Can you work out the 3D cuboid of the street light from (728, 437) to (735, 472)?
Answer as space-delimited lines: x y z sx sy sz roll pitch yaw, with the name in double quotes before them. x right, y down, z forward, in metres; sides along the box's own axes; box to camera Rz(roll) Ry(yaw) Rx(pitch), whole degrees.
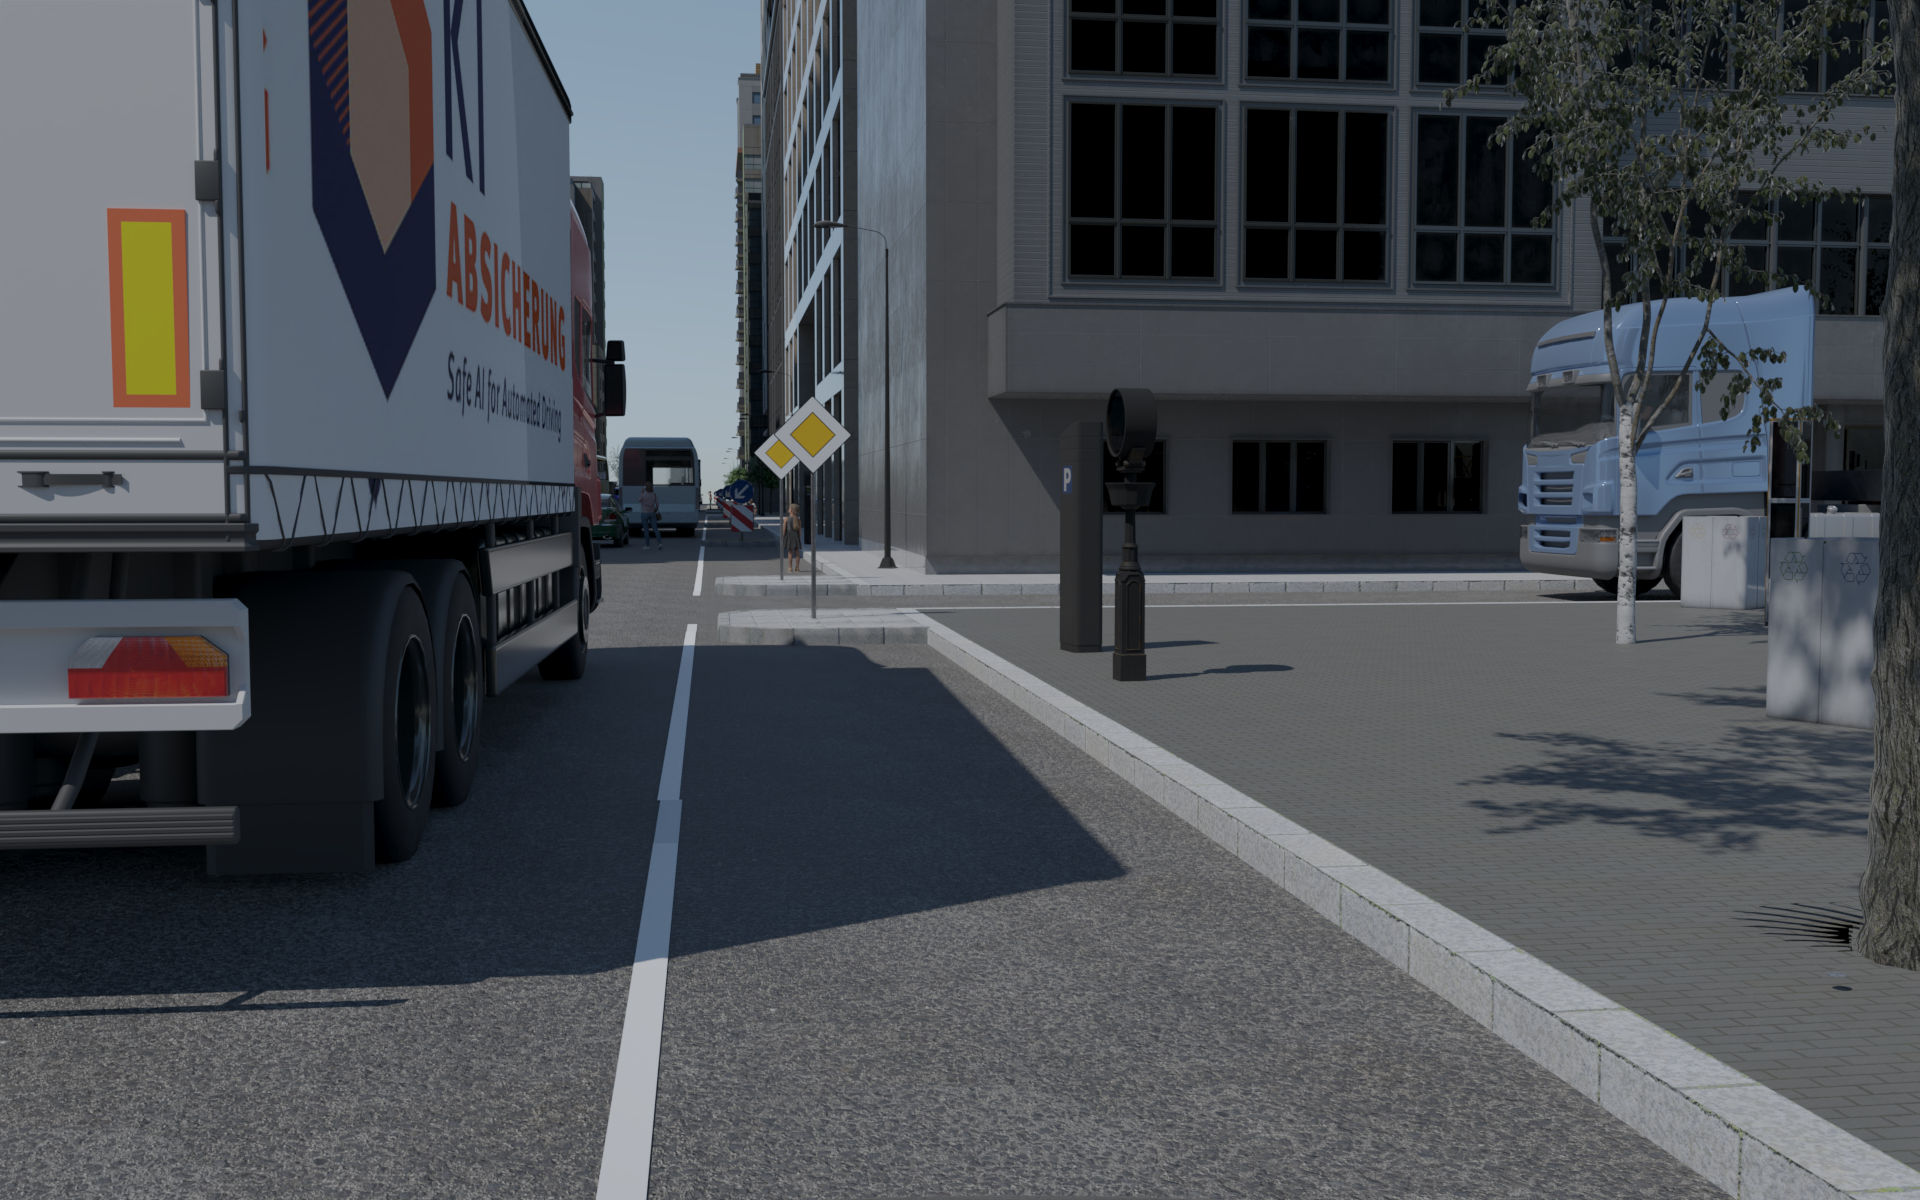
"street light" -17.848 -10.287 140.725 1.470 5.913 1.316 -1 4 -8

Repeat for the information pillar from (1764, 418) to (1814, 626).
"information pillar" 8.044 -0.754 16.814 0.304 2.012 0.304 -3 5 -44

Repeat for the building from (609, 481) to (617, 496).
"building" -63.226 -33.173 234.257 32.217 40.220 23.993 -1 4 -8

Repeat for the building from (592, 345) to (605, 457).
"building" -54.748 -21.328 193.758 27.650 21.520 28.899 -1 4 -8

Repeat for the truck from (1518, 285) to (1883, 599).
"truck" 16.511 -2.092 23.968 18.799 4.110 2.967 0 4 -6

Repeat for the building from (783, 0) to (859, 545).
"building" 4.150 -15.696 61.146 19.350 26.468 34.151 -1 4 -8

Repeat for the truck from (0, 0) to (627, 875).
"truck" -3.675 -1.281 9.859 2.839 4.237 11.283 0 4 -7

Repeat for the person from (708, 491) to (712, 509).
"person" -23.958 -9.639 166.815 0.721 1.743 1.217 0 4 -3

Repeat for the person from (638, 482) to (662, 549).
"person" -7.965 -2.181 44.743 0.593 1.750 0.643 -2 4 -31

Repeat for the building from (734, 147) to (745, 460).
"building" -16.929 -34.400 217.070 22.147 44.769 28.867 -1 4 -8

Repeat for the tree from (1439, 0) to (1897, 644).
"tree" 5.743 -3.916 14.391 4.360 8.622 3.978 0 3 0

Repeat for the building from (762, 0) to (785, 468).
"building" -2.617 -18.101 89.459 14.314 27.812 24.014 -1 4 -8

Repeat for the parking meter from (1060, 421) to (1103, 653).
"parking meter" 0.987 -0.515 14.128 0.255 1.863 0.399 -1 4 -17

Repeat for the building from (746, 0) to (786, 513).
"building" -4.996 -41.911 123.493 20.563 71.187 20.611 -1 4 -8

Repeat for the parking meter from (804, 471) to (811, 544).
"parking meter" -3.846 -2.355 44.219 0.255 1.863 0.399 -1 4 -11

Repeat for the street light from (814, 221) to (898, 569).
"street light" -1.787 -3.494 29.672 1.470 5.913 1.316 -1 4 -8

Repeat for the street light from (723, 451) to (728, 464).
"street light" -24.547 -13.114 186.948 1.470 5.913 1.316 -1 4 -8

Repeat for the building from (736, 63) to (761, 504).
"building" -20.756 -43.006 245.148 21.231 58.520 28.212 -1 4 -8

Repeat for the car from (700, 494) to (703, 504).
"car" -37.148 -14.323 242.845 2.281 1.827 5.304 0 4 -7

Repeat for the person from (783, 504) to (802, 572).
"person" -3.091 -1.138 31.781 0.362 1.253 0.373 -1 4 -22

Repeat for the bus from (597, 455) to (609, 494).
"bus" -20.678 -6.216 93.182 2.896 3.916 12.252 0 4 -7

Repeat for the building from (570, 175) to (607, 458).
"building" -51.706 -32.561 215.961 14.154 41.232 14.086 -1 4 -8

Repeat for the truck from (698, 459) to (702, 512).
"truck" -22.915 -9.510 144.399 2.839 4.237 11.283 -1 4 -9

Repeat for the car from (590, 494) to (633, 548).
"car" -10.135 -2.199 47.752 2.131 1.459 4.920 0 4 -8

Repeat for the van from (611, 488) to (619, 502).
"van" -30.828 -9.469 159.198 2.240 2.365 5.245 0 4 -7

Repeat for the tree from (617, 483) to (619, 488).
"tree" -49.755 -15.689 251.115 1.663 3.219 1.824 0 3 0

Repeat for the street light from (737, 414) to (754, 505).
"street light" -11.963 -7.810 100.240 1.470 5.913 1.316 -1 4 -8

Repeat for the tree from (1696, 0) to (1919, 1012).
"tree" 2.748 -4.823 4.612 9.928 11.665 9.643 0 3 0

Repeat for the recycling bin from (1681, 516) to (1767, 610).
"recycling bin" 8.643 -0.429 19.566 0.722 1.027 0.722 3 5 45

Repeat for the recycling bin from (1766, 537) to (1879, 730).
"recycling bin" 5.110 0.167 9.817 0.722 1.027 0.722 -2 4 -30

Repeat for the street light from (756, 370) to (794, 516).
"street light" -6.835 -5.653 64.962 1.470 5.913 1.316 -1 4 -8

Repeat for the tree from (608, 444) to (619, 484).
"tree" -50.314 -18.725 256.522 4.360 8.622 3.978 0 3 0

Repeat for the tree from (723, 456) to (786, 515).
"tree" -11.853 -7.664 109.016 4.285 4.588 4.351 0 3 0

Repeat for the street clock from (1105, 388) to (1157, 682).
"street clock" 1.168 -0.448 11.889 0.358 2.002 0.471 -1 4 -12

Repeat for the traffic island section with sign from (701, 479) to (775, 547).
"traffic island section with sign" -6.143 -2.397 47.814 1.989 1.847 2.006 -1 4 -8

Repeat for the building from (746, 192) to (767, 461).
"building" -13.720 -24.299 168.984 14.160 30.474 14.107 -1 4 -8

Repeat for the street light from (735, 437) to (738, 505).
"street light" -12.756 -8.129 105.442 1.470 5.913 1.316 -1 4 -8

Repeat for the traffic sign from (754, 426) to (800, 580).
"traffic sign" -2.652 -1.349 25.692 0.795 2.450 0.064 -1 4 -8

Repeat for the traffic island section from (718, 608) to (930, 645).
"traffic island section" -1.487 0.270 17.869 2.009 0.180 2.903 -1 4 -8

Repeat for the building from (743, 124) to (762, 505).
"building" -17.293 -31.290 195.187 14.154 41.232 14.086 -1 4 -8

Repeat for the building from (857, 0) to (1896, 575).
"building" 13.440 -13.153 34.124 30.058 24.678 14.314 -1 4 -8

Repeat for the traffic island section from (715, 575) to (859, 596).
"traffic island section" -2.629 -0.214 25.773 2.009 0.180 2.903 -1 4 -8

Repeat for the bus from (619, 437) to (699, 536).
"bus" -10.895 -4.137 62.496 2.948 3.499 13.247 -1 4 -10

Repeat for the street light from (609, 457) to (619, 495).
"street light" -43.516 -14.979 217.447 1.470 5.913 1.316 -1 4 -8

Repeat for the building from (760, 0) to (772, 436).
"building" -3.177 -34.227 148.845 28.713 52.752 27.495 -1 4 -8

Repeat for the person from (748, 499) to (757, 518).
"person" -8.657 -3.612 72.238 0.352 1.250 0.332 -1 4 -22

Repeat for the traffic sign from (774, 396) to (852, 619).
"traffic sign" -1.509 -0.865 17.789 0.795 2.450 0.064 -1 4 -8
